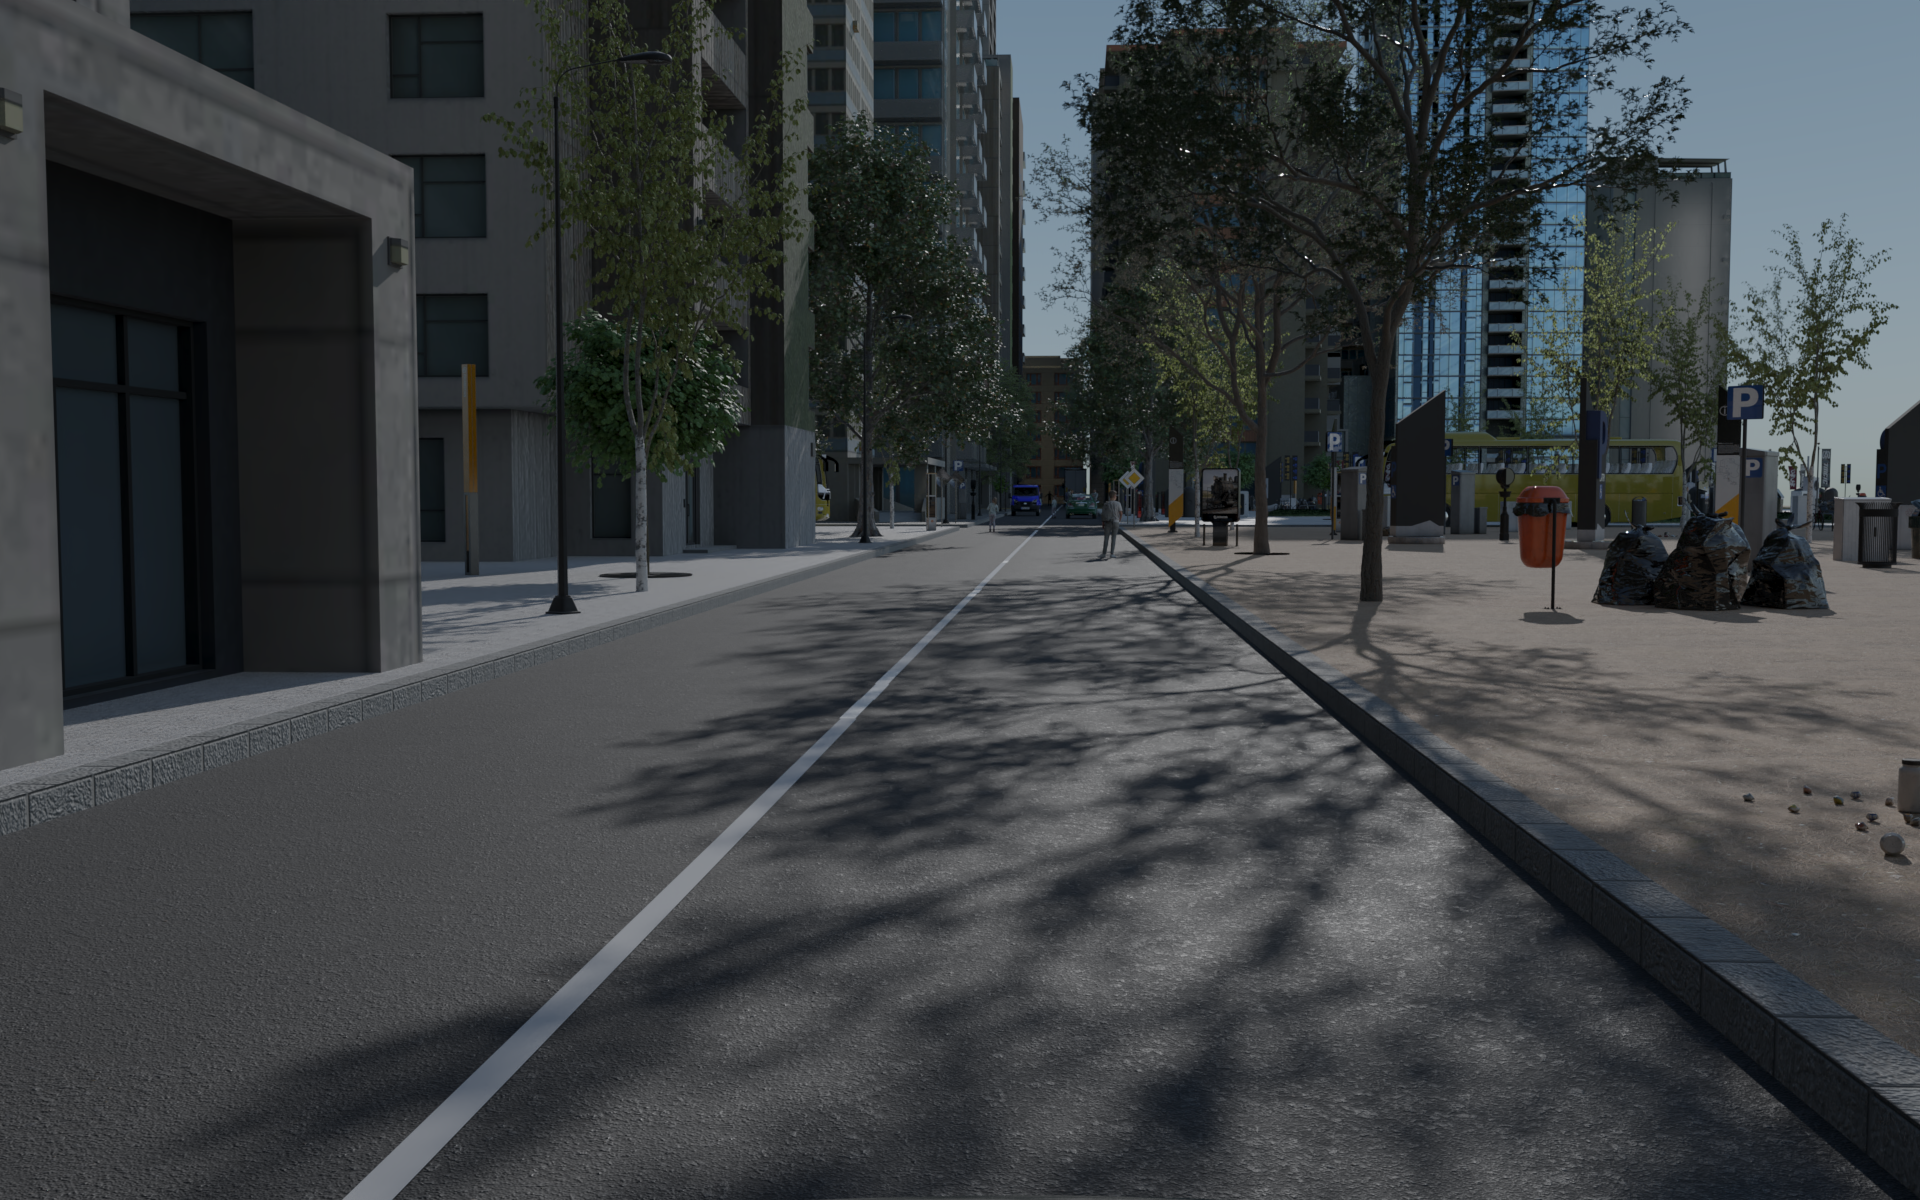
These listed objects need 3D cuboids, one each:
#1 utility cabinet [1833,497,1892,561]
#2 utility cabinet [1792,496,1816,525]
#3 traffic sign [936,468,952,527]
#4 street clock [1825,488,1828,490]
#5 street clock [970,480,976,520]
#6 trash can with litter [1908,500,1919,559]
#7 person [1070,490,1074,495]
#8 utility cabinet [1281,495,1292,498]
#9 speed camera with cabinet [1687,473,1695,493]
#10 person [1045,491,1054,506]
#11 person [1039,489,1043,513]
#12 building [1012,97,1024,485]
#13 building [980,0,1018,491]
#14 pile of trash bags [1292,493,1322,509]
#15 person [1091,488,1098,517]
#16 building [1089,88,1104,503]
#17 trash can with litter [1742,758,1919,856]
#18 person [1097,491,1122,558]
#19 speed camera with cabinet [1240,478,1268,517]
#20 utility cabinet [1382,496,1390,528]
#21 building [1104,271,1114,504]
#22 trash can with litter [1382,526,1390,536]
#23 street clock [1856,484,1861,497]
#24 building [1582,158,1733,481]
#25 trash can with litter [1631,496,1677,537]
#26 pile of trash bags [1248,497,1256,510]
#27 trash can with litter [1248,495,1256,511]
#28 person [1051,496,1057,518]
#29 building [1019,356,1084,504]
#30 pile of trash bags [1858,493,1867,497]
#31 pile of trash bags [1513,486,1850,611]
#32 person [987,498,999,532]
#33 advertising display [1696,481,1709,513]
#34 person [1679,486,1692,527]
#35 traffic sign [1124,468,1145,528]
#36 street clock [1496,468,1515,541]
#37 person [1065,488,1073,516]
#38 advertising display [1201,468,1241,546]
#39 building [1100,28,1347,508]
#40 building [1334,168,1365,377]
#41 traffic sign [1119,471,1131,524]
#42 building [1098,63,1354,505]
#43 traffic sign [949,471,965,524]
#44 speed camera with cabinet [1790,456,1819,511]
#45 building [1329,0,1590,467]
[{"bbox_3d":[17.405,-1.361,33.414,1.020,1.237,0.306,-1,4,-9],"label":"utility cabinet"},{"bbox_3d":[35.489,-3.774,72.870,1.020,1.237,0.306,-1,4,-23],"label":"utility cabinet"},{"bbox_3d":[-0.702,-3.869,66.894,0.795,2.450,0.064,0,4,4],"label":"traffic sign"},{"bbox_3d":[62.708,-7.384,125.300,0.358,2.002,0.471,1,4,14],"label":"street clock"},{"bbox_3d":[0.661,-5.016,86.584,0.358,2.002,0.471,0,4,7],"label":"street clock"},{"bbox_3d":[19.212,-1.384,34.012,0.624,1.170,1.055,-2,4,-27],"label":"trash can with litter"},{"bbox_3d":[9.455,-8.384,145.823,0.600,1.795,0.529,-1,4,-10],"label":"person"},{"bbox_3d":[24.505,-7.310,130.680,1.020,1.237,0.306,0,4,6],"label":"utility cabinet"},{"bbox_3d":[58.997,-8.808,138.339,2.038,3.252,0.660,0,4,8],"label":"speed camera with cabinet"},{"bbox_3d":[11.083,-12.570,214.152,1.348,1.807,0.705,-1,4,-9],"label":"person"},{"bbox_3d":[6.069,-7.523,131.597,0.616,1.811,0.778,-1,4,-15],"label":"person"},{"bbox_3d":[-0.128,-33.174,192.499,14.600,45.320,14.200,0,4,4],"label":"building"},{"bbox_3d":[-4.579,-44.966,173.449,20.563,71.187,20.611,0,4,4],"label":"building"},{"bbox_3d":[27.643,-7.808,137.406,1.912,1.369,3.447,-2,4,-33],"label":"pile of trash bags"},{"bbox_3d":[8.284,-6.031,107.283,0.511,1.800,0.466,2,4,27],"label":"person"},{"bbox_3d":[32.422,-42.817,242.060,28.212,58.520,21.231,0,4,4],"label":"building"},{"bbox_3d":[3.758,0.300,6.156,1.678,1.210,2.233,1,4,22],"label":"trash can with litter"},{"bbox_3d":[3.372,-1.705,38.980,0.503,1.515,0.523,-2,4,-24],"label":"person"},{"bbox_3d":[15.989,-6.203,95.760,2.038,3.252,0.660,1,4,11],"label":"speed camera with cabinet"},{"bbox_3d":[15.263,-3.053,61.074,1.020,1.237,0.306,-3,4,-39],"label":"utility cabinet"},{"bbox_3d":[22.875,-25.600,190.265,14.160,30.474,14.107,0,4,4],"label":"building"},{"bbox_3d":[13.169,-2.513,52.478,0.624,1.170,1.055,-3,5,-45],"label":"trash can with litter"},{"bbox_3d":[65.614,-7.460,126.546,0.358,2.002,0.471,1,4,12],"label":"street clock"},{"bbox_3d":[84.816,-32.370,212.851,14.086,41.232,14.154,0,4,4],"label":"building"},{"bbox_3d":[20.659,-2.487,51.717,2.233,1.210,1.678,-1,4,-22],"label":"trash can with litter"},{"bbox_3d":[22.844,-7.878,138.563,1.912,1.369,3.447,1,4,10],"label":"pile of trash bags"},{"bbox_3d":[22.029,-7.329,130.880,1.678,1.210,2.233,0,4,-7],"label":"trash can with litter"},{"bbox_3d":[5.502,-5.449,101.869,0.394,1.301,0.425,2,4,28],"label":"person"},{"bbox_3d":[3.138,-24.621,247.590,28.899,21.520,27.650,0,4,4],"label":"building"},{"bbox_3d":[47.503,-5.036,92.088,3.447,1.369,1.912,1,4,12],"label":"pile of trash bags"},{"bbox_3d":[7.950,-0.613,19.783,3.447,1.369,1.912,-1,4,-11],"label":"pile of trash bags"},{"bbox_3d":[1.214,-3.186,64.865,0.425,1.301,0.394,-1,4,-15],"label":"person"},{"bbox_3d":[35.816,-4.790,83.524,0.974,1.923,0.123,-3,4,-37],"label":"advertising display"},{"bbox_3d":[29.445,-3.742,70.228,0.362,1.759,0.519,-2,4,-28],"label":"person"},{"bbox_3d":[6.676,-3.838,66.392,0.795,2.450,0.064,0,4,4],"label":"traffic sign"},{"bbox_3d":[15.060,-2.648,47.871,0.471,2.002,0.358,-1,4,-19],"label":"street clock"},{"bbox_3d":[7.184,-6.435,113.895,0.473,1.802,0.592,-1,4,-11],"label":"person"},{"bbox_3d":[6.439,-2.298,42.792,0.974,1.923,0.123,2,4,27],"label":"advertising display"},{"bbox_3d":[24.832,-31.400,168.008,22.147,44.769,28.867,0,4,4],"label":"building"},{"bbox_3d":[58.329,-37.694,240.003,21.600,48.544,21.300,0,4,4],"label":"building"},{"bbox_3d":[7.198,-4.325,74.360,0.795,2.450,0.064,0,4,4],"label":"traffic sign"},{"bbox_3d":[31.060,-37.958,209.858,28.713,52.752,27.495,0,4,4],"label":"building"},{"bbox_3d":[-0.179,-4.356,74.862,0.795,2.450,0.064,0,4,4],"label":"traffic sign"},{"bbox_3d":[43.630,-5.814,89.394,2.038,3.252,0.660,-3,5,-40],"label":"speed camera with cabinet"},{"bbox_3d":[61.985,-54.864,209.701,31.000,86.520,22.319,0,4,4],"label":"building"}]
